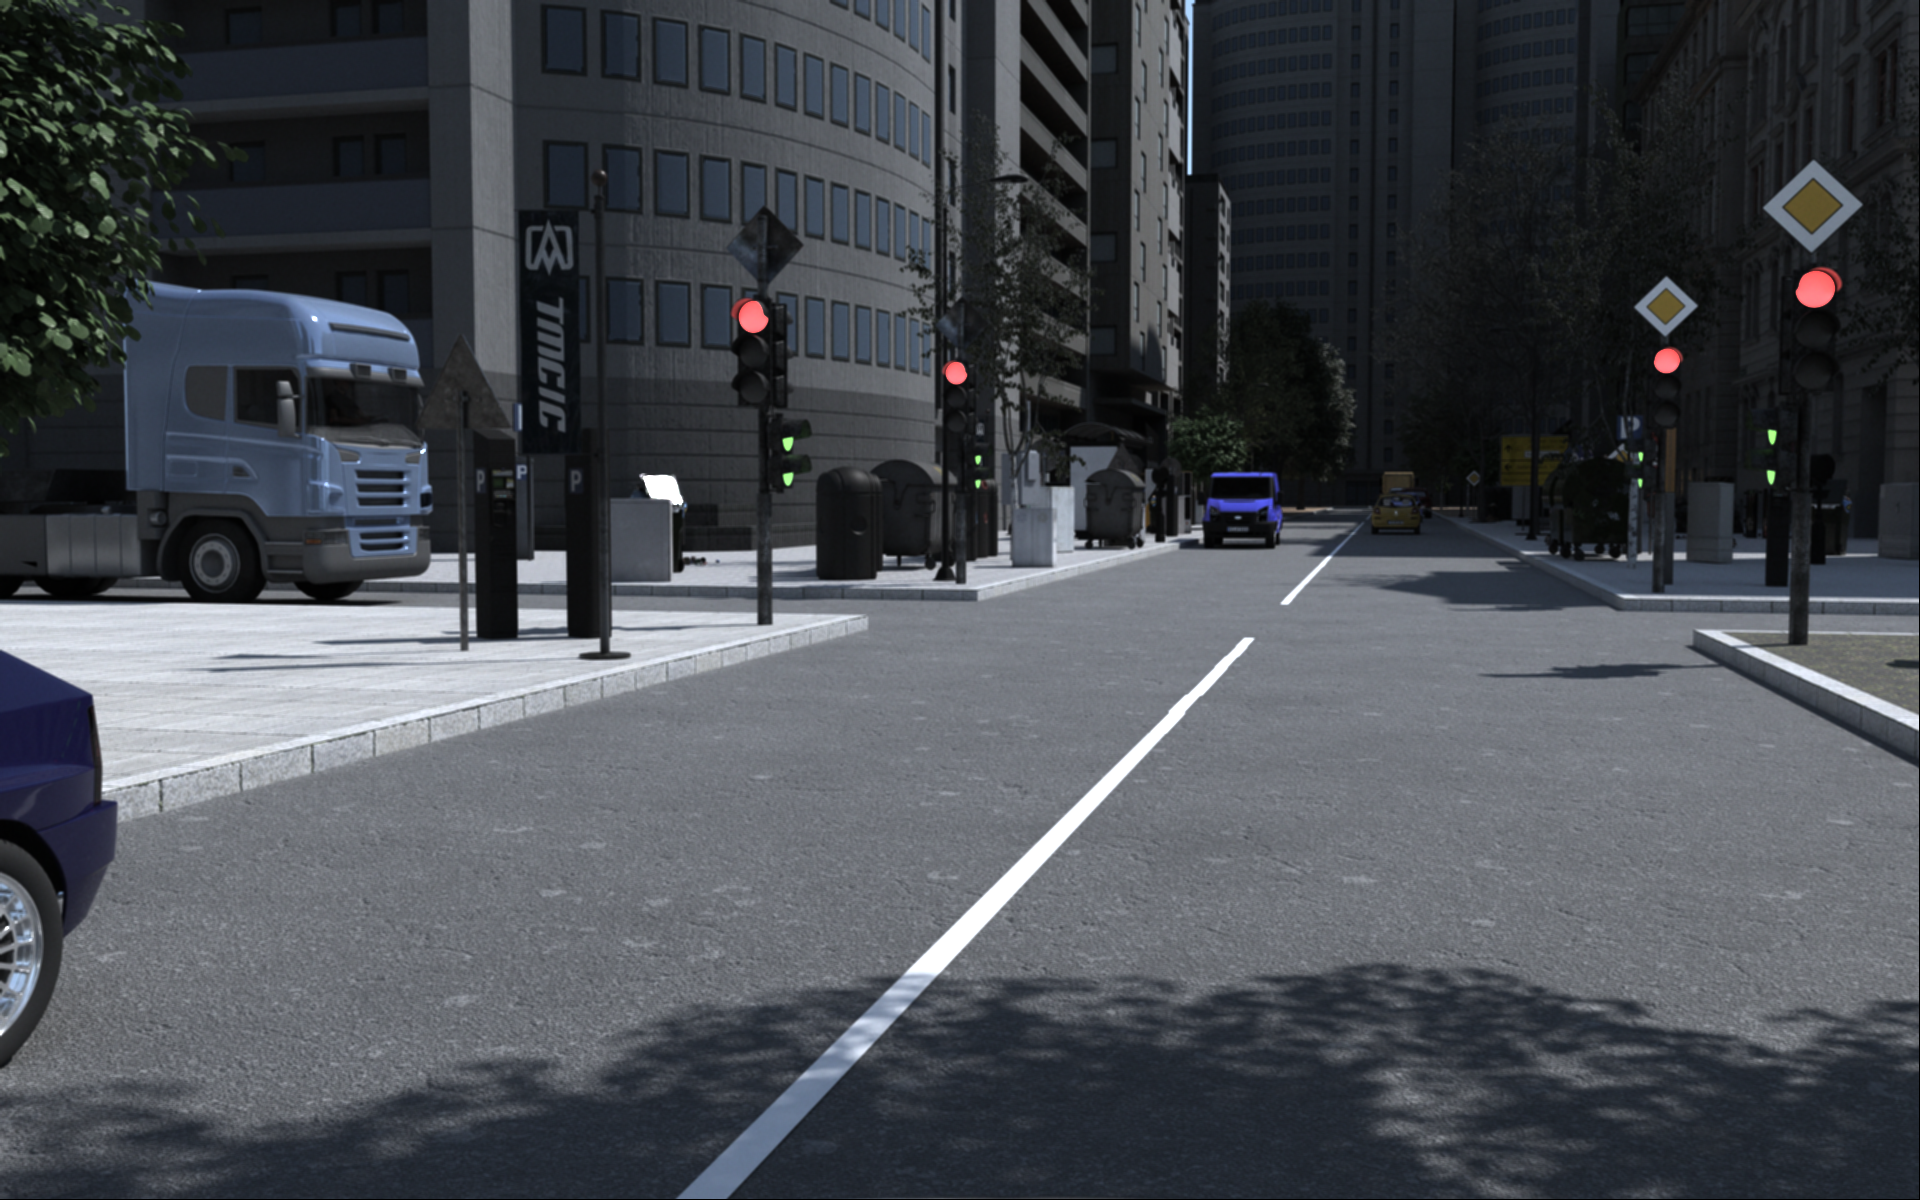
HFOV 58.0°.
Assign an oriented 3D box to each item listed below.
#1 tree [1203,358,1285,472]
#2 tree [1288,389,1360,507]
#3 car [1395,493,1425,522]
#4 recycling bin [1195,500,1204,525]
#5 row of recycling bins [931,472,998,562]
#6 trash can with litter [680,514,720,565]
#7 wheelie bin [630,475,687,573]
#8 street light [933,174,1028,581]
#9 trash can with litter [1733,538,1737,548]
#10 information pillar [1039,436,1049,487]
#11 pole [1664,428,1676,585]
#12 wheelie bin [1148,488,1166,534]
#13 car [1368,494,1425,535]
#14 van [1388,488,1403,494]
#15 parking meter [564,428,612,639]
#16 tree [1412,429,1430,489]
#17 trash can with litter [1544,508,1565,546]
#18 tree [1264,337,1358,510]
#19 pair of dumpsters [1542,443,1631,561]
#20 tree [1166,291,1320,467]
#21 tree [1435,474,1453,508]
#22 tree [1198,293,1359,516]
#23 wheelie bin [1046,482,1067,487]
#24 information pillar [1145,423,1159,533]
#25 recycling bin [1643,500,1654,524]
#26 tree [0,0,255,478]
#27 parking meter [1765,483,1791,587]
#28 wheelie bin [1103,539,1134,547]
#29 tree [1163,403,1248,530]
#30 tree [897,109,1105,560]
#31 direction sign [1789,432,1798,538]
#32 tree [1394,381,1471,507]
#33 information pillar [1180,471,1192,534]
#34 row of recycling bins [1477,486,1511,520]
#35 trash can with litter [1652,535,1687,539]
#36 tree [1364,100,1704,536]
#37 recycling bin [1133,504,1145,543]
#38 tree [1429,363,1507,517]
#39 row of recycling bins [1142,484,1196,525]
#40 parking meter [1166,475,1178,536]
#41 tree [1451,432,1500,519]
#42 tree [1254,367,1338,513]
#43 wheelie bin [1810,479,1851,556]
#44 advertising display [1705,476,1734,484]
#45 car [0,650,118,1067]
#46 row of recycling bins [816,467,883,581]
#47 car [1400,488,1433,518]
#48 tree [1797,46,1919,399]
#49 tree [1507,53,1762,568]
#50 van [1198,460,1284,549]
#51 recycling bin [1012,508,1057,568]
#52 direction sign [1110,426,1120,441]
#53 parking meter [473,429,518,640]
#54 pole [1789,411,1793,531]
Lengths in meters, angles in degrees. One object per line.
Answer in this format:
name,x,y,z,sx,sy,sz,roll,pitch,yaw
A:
tree,14.862,-8.538,89.957,4.737,8.622,4.395,0,3,0
tree,34.552,-15.211,166.829,7.486,12.596,7.792,0,3,0
car,22.836,-4.844,88.783,1.945,1.707,3.694,1,4,14
recycling bin,9.909,-3.702,73.081,0.722,1.027,0.722,1,4,9
row of recycling bins,0.071,-1.674,34.486,1.069,1.692,3.534,1,4,10
trash can with litter,-5.237,-1.278,31.947,1.678,1.210,2.233,-1,4,-20
wheelie bin,-4.960,-1.245,28.270,0.980,1.594,0.693,-3,5,-42
street light,0.307,-3.233,25.397,1.470,5.913,1.316,1,4,14
trash can with litter,18.296,-1.843,41.521,0.624,1.170,1.055,0,4,-4
information pillar,3.339,-4.725,68.602,0.504,3.616,0.183,3,5,40
pole,10.024,-1.876,24.510,0.158,3.312,0.155,0,3,0
wheelie bin,6.537,-2.967,56.410,0.693,1.594,0.980,1,4,22
car,15.788,-3.208,62.668,2.015,1.641,3.980,1,4,14
van,29.949,-6.801,118.214,2.013,2.044,4.112,1,4,13
parking meter,-3.331,-0.599,15.502,0.399,1.863,0.255,3,5,44
tree,39.781,-11.799,143.280,4.360,8.622,3.978,0,3,0
trash can with litter,14.801,-1.937,43.057,0.624,1.170,1.055,0,4,-1
tree,28.018,-14.399,142.073,9.857,13.997,8.962,0,3,0
pair of dumpsters,12.703,-1.978,34.840,1.574,2.255,4.437,1,4,14
tree,12.954,-8.869,79.422,7.601,10.594,8.767,1,4,9
tree,44.540,-10.124,160.126,1.663,3.219,1.824,0,3,0
tree,17.998,-11.147,99.262,9.611,12.733,9.660,0,3,0
wheelie bin,2.528,-2.312,45.710,0.980,1.594,0.693,0,4,-7
information pillar,6.335,-4.035,57.323,0.504,3.616,0.183,-2,4,-27
recycling bin,30.329,-3.856,75.601,0.722,1.027,0.722,-1,4,-22
tree,-5.366,-1.525,8.653,4.285,4.588,4.351,0,3,0
parking meter,11.364,-1.122,24.053,0.255,1.863,0.399,1,4,19
wheelie bin,3.822,-2.110,42.412,0.980,1.594,0.693,-2,4,-25
tree,8.980,-4.844,62.910,4.285,4.588,4.351,0,3,0
tree,0.973,-5.065,33.169,4.360,8.622,3.978,0,3,0
direction sign,24.255,-3.556,50.141,0.379,3.537,0.876,1,4,15
tree,46.566,-15.406,170.016,7.486,12.596,7.792,0,3,0
information pillar,7.327,-3.166,56.263,0.304,2.012,0.304,-1,4,-16
row of recycling bins,26.583,-4.765,85.023,3.534,1.692,1.069,-3,5,-44
trash can with litter,20.957,-2.357,49.594,2.233,1.210,1.678,1,4,20
tree,17.954,-8.781,53.939,12.009,13.543,11.850,0,3,0
recycling bin,4.401,-2.007,45.371,0.722,1.027,0.722,2,4,28
tree,29.133,-9.047,98.288,4.360,8.622,3.978,0,3,0
row of recycling bins,8.007,-3.961,71.878,3.534,1.692,1.069,1,4,12
parking meter,6.437,-2.864,52.533,0.255,1.863,0.399,2,4,30
tree,26.907,-6.448,89.131,4.285,4.588,4.351,0,3,0
tree,21.886,-11.792,118.557,9.928,11.665,9.643,0,3,0
wheelie bin,18.228,-1.739,36.346,0.980,1.594,0.693,3,5,45
advertising display,27.741,-3.555,63.339,0.974,1.923,0.123,1,4,20
car,-3.562,0.576,3.164,1.945,1.354,3.894,1,4,16
row of recycling bins,-1.749,-1.240,27.386,1.069,1.692,3.534,0,4,0
car,27.401,-5.866,104.587,2.281,1.827,5.304,1,4,13
tree,15.726,-4.712,27.400,4.360,8.622,3.978,0,3,0
tree,11.669,-4.864,29.892,4.360,8.622,3.978,0,3,0
van,7.766,-2.629,47.376,2.240,2.365,5.245,1,4,13
recycling bin,1.317,-1.103,30.593,0.722,1.027,0.722,1,4,9
direction sign,5.165,-4.020,57.726,0.379,3.537,0.876,-1,4,-16
parking meter,-4.127,-0.592,15.398,0.255,1.863,0.399,-3,4,-39
pole,20.347,-2.984,42.632,0.158,3.312,0.155,0,3,0
